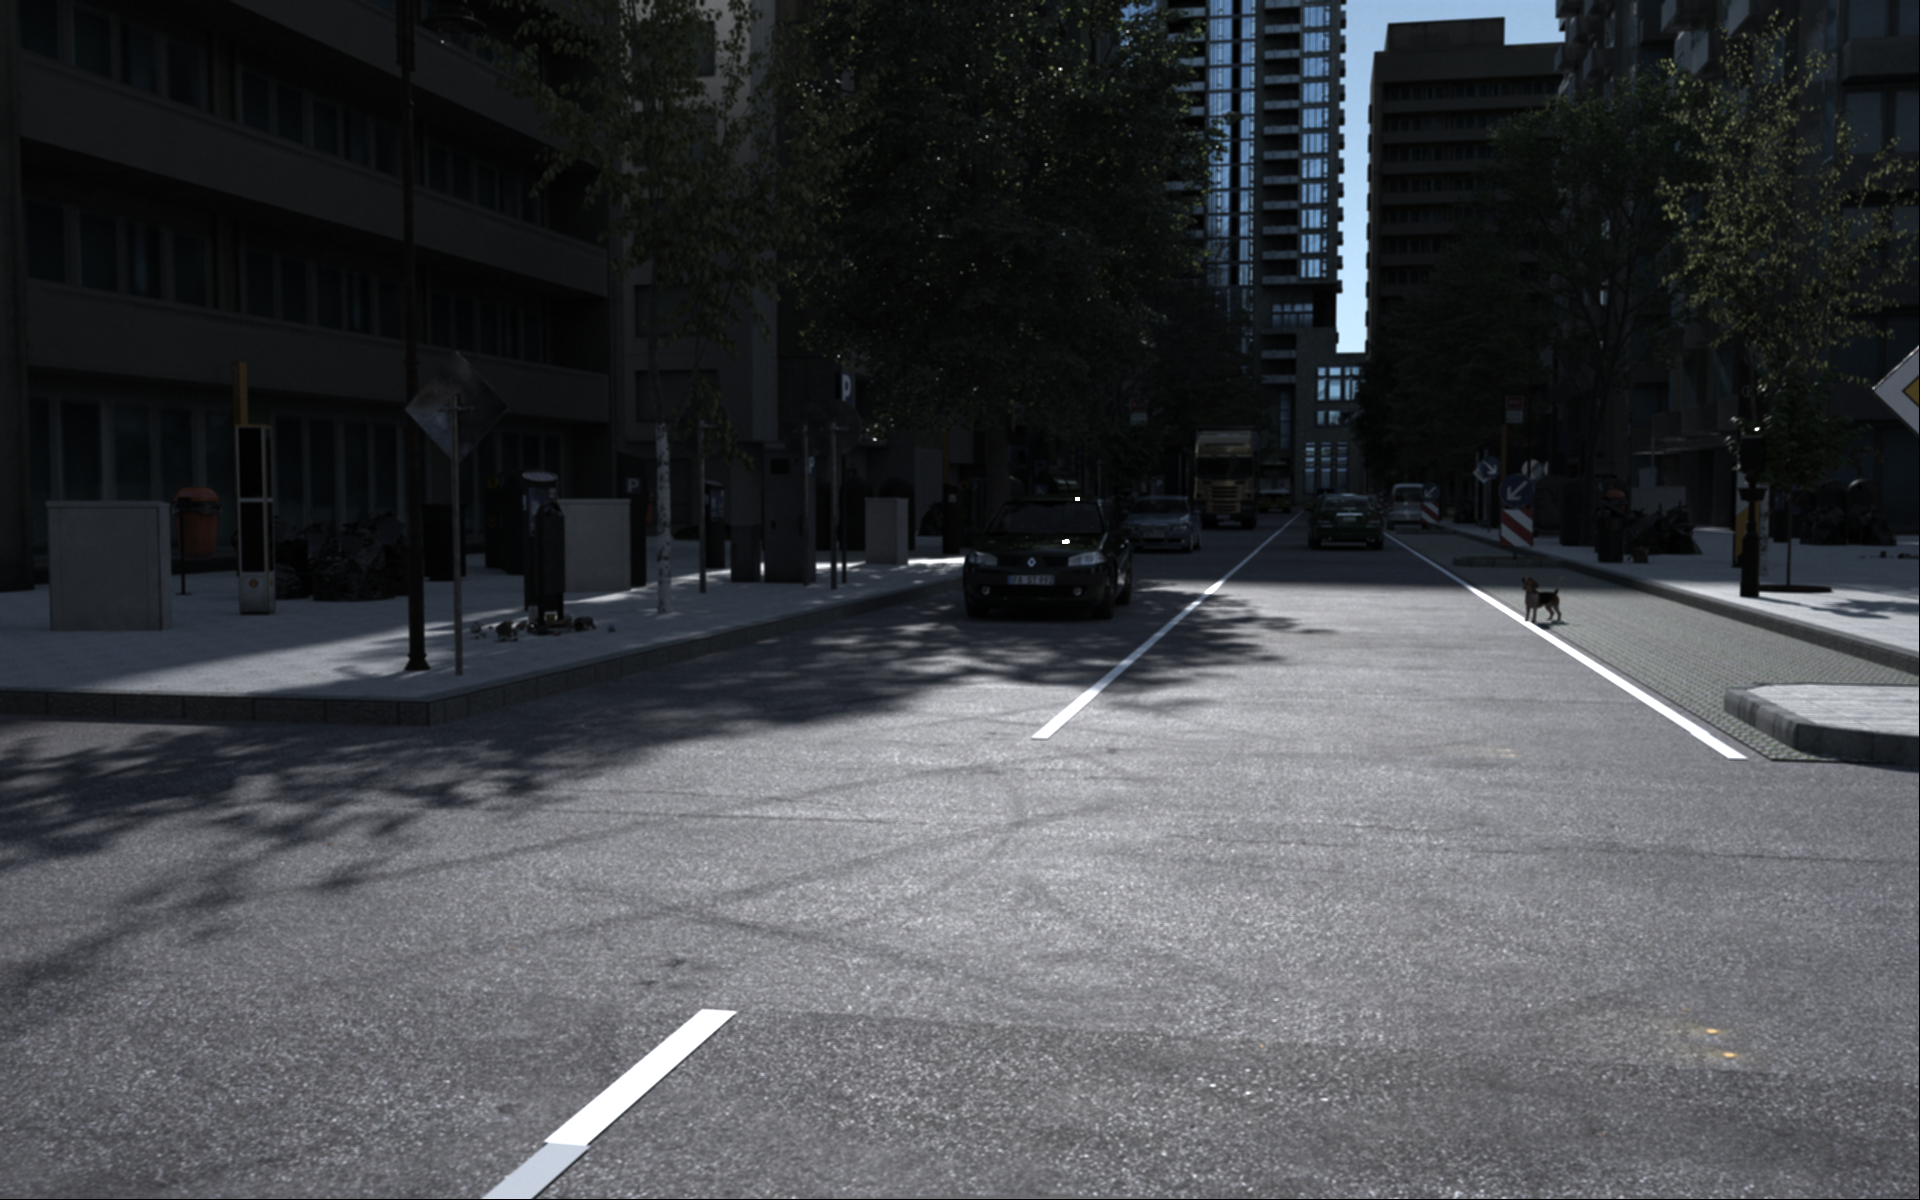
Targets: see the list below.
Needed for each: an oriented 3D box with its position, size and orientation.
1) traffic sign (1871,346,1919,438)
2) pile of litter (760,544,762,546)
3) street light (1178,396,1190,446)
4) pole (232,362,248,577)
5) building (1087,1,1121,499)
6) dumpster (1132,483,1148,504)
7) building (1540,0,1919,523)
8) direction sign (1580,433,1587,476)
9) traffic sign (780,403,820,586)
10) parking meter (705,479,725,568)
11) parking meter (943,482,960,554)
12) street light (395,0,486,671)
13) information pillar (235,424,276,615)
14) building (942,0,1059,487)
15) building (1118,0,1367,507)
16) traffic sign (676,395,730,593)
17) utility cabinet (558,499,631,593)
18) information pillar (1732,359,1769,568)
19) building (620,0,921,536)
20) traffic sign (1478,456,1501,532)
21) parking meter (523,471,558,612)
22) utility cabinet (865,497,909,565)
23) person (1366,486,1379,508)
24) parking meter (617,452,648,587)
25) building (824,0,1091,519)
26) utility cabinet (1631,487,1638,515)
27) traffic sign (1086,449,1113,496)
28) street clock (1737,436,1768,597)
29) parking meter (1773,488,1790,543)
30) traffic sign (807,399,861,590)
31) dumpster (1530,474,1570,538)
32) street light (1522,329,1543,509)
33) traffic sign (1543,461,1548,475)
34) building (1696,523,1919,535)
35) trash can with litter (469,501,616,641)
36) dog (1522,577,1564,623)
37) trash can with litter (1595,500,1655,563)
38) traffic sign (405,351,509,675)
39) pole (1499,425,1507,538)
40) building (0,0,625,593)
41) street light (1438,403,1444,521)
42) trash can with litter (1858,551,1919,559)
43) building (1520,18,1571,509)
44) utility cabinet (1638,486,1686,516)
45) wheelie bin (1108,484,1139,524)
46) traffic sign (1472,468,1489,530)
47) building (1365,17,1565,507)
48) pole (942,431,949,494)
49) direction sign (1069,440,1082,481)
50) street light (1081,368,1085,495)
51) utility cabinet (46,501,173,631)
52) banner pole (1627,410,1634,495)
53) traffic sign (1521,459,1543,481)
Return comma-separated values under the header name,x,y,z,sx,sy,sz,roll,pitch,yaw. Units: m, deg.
name,x,y,z,sx,sy,sz,roll,pitch,yaw
traffic sign,5.789,-0.404,10.246,0.795,2.450,0.064,1,4,12
pile of litter,-4.203,-1.782,43.099,1.719,0.858,1.176,-1,4,-22
street light,10.489,-6.642,81.390,0.468,5.910,1.993,1,4,12
pole,-11.137,-2.019,26.859,0.158,3.312,0.155,0,3,0
building,3.662,-28.948,123.415,14.600,45.320,14.200,1,4,12
dumpster,8.734,-4.718,82.902,1.264,1.857,1.865,1,4,12
building,47.005,-29.396,100.233,23.786,49.044,30.456,1,4,12
direction sign,23.157,-4.427,64.386,0.379,3.537,0.876,0,4,5
traffic sign,-2.154,-1.470,24.134,0.768,2.556,0.104,1,4,17
parking meter,-4.263,-1.320,29.994,0.372,1.533,0.369,0,3,0
parking meter,-0.188,-1.756,37.126,0.372,1.533,0.369,0,3,0
street light,-3.965,-2.428,12.478,0.468,5.910,1.993,1,4,12
information pillar,-7.496,-0.853,18.432,0.304,2.012,0.304,0,4,-8
building,-2.547,-19.828,95.881,14.160,30.474,14.107,1,4,12
building,27.619,-53.330,184.610,31.000,86.520,22.319,1,4,12
traffic sign,-3.331,-1.361,22.354,0.768,2.556,0.104,1,4,16
utility cabinet,-4.867,-0.713,22.813,1.020,1.237,0.306,-2,4,-35
information pillar,13.725,-2.367,30.054,0.504,3.616,0.183,1,4,15
building,-8.748,-22.857,57.312,14.154,41.232,14.086,1,4,12
traffic sign,17.824,-3.559,58.290,0.768,2.556,0.104,1,4,15
parking meter,-4.603,-0.649,19.024,0.372,1.533,0.369,0,3,0
utility cabinet,-1.351,-1.272,31.958,0.306,1.237,1.020,-3,4,-37
person,14.512,-3.187,61.354,0.466,1.731,0.760,-3,5,-43
parking meter,-4.552,-1.125,24.098,0.399,1.863,0.255,-1,4,-21
building,0.382,-26.059,109.652,14.154,41.232,14.086,1,4,12
utility cabinet,22.043,-2.846,55.213,1.173,1.500,0.318,3,4,36
traffic sign,3.905,-2.976,48.763,0.768,2.556,0.104,1,4,19
street clock,9.872,-1.041,21.596,0.358,2.002,0.471,2,4,35
parking meter,21.803,-2.296,45.946,0.372,1.533,0.369,0,3,0
traffic sign,-1.698,-1.413,23.216,0.768,2.556,0.104,1,4,15
dumpster,17.561,-2.795,51.462,1.264,1.857,1.865,1,4,12
street light,15.863,-4.614,48.222,0.468,5.910,1.993,1,4,12
traffic sign,21.101,-3.757,61.531,0.768,2.556,0.104,1,4,12
building,39.215,-27.169,63.824,23.786,49.044,30.456,1,4,12
trash can with litter,-4.052,-0.308,16.099,1.678,1.210,2.233,0,4,7
dog,6.522,-0.006,19.384,0.406,0.507,0.540,2,4,24
trash can with litter,12.459,-1.289,32.454,1.055,1.170,0.624,1,4,21
traffic sign,-3.549,-0.524,12.215,0.795,2.450,0.064,1,4,12
pole,16.019,-3.501,51.078,0.158,3.312,0.155,0,3,0
building,-20.816,-25.049,33.253,21.300,48.544,21.600,1,4,12
street light,23.078,-6.742,83.017,0.468,5.910,1.993,1,4,12
trash can with litter,19.195,-1.440,34.607,2.233,1.210,1.678,1,4,22
building,53.731,-49.930,129.020,22.319,86.520,31.000,1,4,12
utility cabinet,20.405,-2.544,50.278,1.173,1.500,0.318,2,4,27
wheelie bin,5.343,-2.966,56.406,0.980,1.594,0.693,0,4,-6
traffic sign,18.592,-3.690,61.509,0.795,2.450,0.064,1,4,19
building,53.483,-34.084,180.973,21.600,48.544,21.300,1,4,12
pole,-0.351,-3.002,42.933,0.158,3.312,0.155,0,3,0
direction sign,4.864,-4.907,72.226,0.379,3.537,0.876,-3,4,-39
street light,3.339,-4.539,46.993,0.468,5.910,1.993,1,4,12
utility cabinet,-8.012,-0.317,16.341,1.020,1.237,0.306,0,4,-4
banner pole,19.917,-3.765,51.567,0.401,3.779,0.863,2,4,28
traffic sign,20.959,-3.878,63.504,0.768,2.556,0.104,1,4,13
